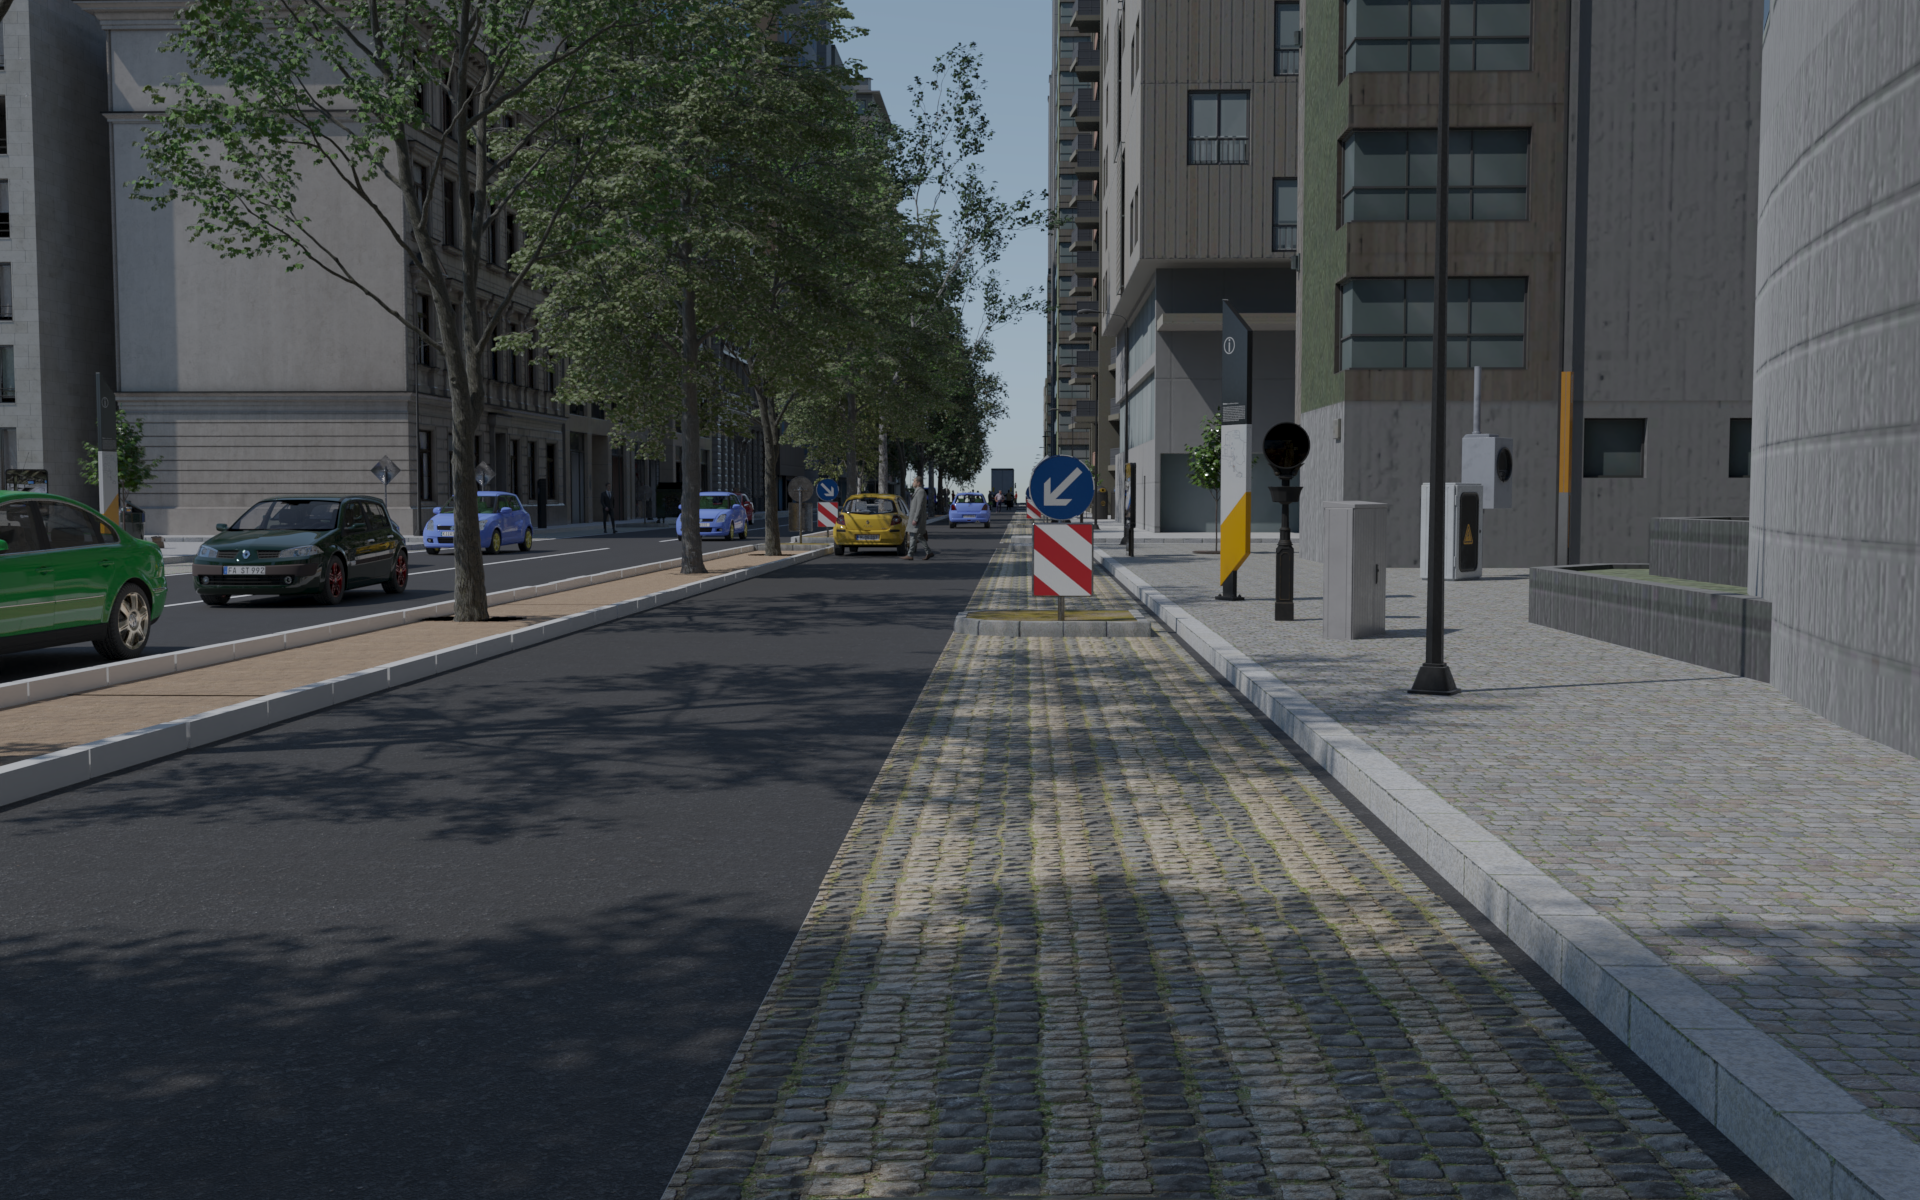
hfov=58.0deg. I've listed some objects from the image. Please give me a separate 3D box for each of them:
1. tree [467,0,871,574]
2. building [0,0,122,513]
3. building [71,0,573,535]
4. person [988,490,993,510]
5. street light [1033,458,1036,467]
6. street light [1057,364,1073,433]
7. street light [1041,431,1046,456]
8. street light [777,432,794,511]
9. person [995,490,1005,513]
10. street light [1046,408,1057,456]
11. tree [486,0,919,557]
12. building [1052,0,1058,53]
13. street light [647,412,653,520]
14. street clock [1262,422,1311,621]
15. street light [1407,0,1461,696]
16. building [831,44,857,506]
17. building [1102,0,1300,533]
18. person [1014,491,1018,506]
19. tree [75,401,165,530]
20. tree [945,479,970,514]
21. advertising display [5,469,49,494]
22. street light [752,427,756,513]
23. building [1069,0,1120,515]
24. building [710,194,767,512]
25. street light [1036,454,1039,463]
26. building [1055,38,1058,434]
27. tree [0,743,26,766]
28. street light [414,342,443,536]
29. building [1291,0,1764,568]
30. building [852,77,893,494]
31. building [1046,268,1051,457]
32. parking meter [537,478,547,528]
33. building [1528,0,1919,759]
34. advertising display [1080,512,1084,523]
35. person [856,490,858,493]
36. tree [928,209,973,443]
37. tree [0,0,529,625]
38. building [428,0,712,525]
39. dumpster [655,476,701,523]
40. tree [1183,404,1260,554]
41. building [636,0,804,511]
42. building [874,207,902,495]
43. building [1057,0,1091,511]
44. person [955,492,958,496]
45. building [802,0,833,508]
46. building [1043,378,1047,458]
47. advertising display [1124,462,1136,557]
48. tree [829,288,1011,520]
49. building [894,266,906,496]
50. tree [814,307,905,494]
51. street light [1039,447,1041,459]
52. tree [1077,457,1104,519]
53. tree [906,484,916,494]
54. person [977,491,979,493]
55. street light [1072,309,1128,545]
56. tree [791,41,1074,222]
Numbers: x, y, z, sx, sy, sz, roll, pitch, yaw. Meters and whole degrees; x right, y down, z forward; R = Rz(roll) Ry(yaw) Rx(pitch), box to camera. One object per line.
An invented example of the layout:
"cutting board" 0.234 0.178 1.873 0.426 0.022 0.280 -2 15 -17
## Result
"tree" -4.720 -6.713 30.334 7.486 12.596 7.792 0 3 0
"building" -36.020 -12.406 57.590 16.860 20.320 10.420 0 4 2
"building" -21.319 -12.092 62.331 10.561 19.102 19.286 0 4 2
"person" 2.723 -8.902 154.592 0.434 1.755 0.990 2 4 24
"street light" 9.615 -14.079 202.734 1.470 5.913 1.316 0 4 2
"street light" 4.319 -5.464 61.873 1.470 5.913 1.316 0 4 2
"street light" 6.850 -9.432 126.755 1.470 5.913 1.316 0 4 2
"street light" -12.976 -9.556 128.783 1.470 5.913 1.316 0 4 2
"person" 3.029 -7.487 131.857 0.756 1.711 0.436 0 3 0
"street light" 5.577 -7.433 94.066 1.470 5.913 1.316 0 4 2
"tree" -4.419 -6.821 39.740 9.928 11.665 9.643 0 3 0
"building" 20.396 -39.475 187.408 21.231 58.520 28.212 0 4 2
"street light" -14.642 -6.859 84.689 1.470 5.913 1.316 0 4 2
"street clock" 3.290 -0.792 17.519 0.471 2.002 0.358 0 4 8
"street light" 2.521 -2.354 11.033 1.470 5.913 1.316 0 4 2
"building" -22.423 -34.074 180.815 21.300 48.544 21.600 0 4 2
"building" 19.064 -29.165 66.085 27.495 52.752 28.713 0 4 2
"person" 6.979 -12.731 216.590 0.705 1.831 1.348 -1 4 -18
"tree" -17.231 -2.526 35.897 1.663 3.219 1.824 0 3 0
"tree" -0.906 -10.558 125.437 4.360 8.622 3.978 0 3 0
"advertising display" -23.979 -2.405 44.543 0.974 1.923 0.123 -2 4 -29
"street light" -13.457 -8.828 116.884 1.470 5.913 1.316 0 4 2
"building" 18.284 -27.935 111.369 22.147 44.769 28.867 0 4 2
"building" -19.547 -17.652 117.488 11.050 23.489 19.941 0 4 2
"street light" 8.456 -12.099 170.355 1.470 5.913 1.316 0 4 2
"building" 19.983 -32.954 158.413 23.786 49.044 30.456 0 4 2
"tree" -5.729 -4.933 8.865 9.928 11.665 9.643 0 3 0
"street light" -15.895 -4.890 52.496 1.470 5.913 1.316 0 4 2
"building" 13.913 -16.149 35.737 14.160 30.474 14.107 0 4 2
"building" -23.494 -38.850 224.439 28.713 52.752 27.495 0 4 2
"building" 18.095 -27.522 221.687 14.160 30.474 14.107 0 4 2
"parking meter" -15.635 -3.612 64.762 0.255 1.863 0.399 -2 4 -31
"building" 14.899 -28.269 4.205 21.231 58.520 28.212 0 4 2
"advertising display" 4.441 -3.547 63.215 0.123 1.923 0.974 0 3 0
"person" -7.641 -7.361 129.558 1.217 1.736 0.721 0 4 -7
"tree" -3.462 -8.289 56.106 7.486 12.596 7.792 0 3 0
"tree" -5.599 -5.568 19.248 9.928 11.665 9.643 0 3 0
"building" -25.476 -17.415 89.248 19.350 26.468 34.151 0 4 2
"dumpster" -13.191 -4.654 81.045 1.985 2.255 1.502 0 4 3
"tree" 5.658 -2.610 37.279 1.663 3.219 1.824 0 3 0
"building" -19.945 -29.613 134.291 14.600 45.320 14.200 0 4 2
"building" -19.882 -36.625 253.448 22.147 44.769 28.867 0 4 2
"building" 14.656 -27.686 136.266 14.154 41.232 14.086 0 4 2
"person" -0.380 -16.753 283.192 1.217 1.735 0.721 0 4 2
"building" -23.496 -37.505 155.202 21.231 58.520 28.212 0 4 2
"building" 27.020 -26.086 271.549 27.650 21.520 28.899 0 4 2
"advertising display" 3.518 -1.870 35.786 0.123 1.923 0.974 0 4 -2
"tree" -2.123 -10.626 93.199 9.611 12.733 9.660 0 3 0
"building" -16.105 -36.213 275.684 14.154 41.232 14.086 0 4 2
"tree" -3.683 -6.705 62.439 4.737 8.622 4.395 0 3 0
"street light" 7.230 -10.130 138.161 1.470 5.913 1.316 0 4 2
"tree" 6.446 -5.812 89.622 1.663 3.219 1.824 0 3 0
"tree" -8.891 -17.922 287.624 1.663 3.219 1.824 0 3 0
"person" 1.437 -8.477 147.815 0.721 1.735 1.217 1 4 15
"street light" 3.656 -4.350 43.669 1.470 5.913 1.316 0 4 2
"tree" -2.057 -13.053 71.755 12.611 20.169 13.585 0 3 0
